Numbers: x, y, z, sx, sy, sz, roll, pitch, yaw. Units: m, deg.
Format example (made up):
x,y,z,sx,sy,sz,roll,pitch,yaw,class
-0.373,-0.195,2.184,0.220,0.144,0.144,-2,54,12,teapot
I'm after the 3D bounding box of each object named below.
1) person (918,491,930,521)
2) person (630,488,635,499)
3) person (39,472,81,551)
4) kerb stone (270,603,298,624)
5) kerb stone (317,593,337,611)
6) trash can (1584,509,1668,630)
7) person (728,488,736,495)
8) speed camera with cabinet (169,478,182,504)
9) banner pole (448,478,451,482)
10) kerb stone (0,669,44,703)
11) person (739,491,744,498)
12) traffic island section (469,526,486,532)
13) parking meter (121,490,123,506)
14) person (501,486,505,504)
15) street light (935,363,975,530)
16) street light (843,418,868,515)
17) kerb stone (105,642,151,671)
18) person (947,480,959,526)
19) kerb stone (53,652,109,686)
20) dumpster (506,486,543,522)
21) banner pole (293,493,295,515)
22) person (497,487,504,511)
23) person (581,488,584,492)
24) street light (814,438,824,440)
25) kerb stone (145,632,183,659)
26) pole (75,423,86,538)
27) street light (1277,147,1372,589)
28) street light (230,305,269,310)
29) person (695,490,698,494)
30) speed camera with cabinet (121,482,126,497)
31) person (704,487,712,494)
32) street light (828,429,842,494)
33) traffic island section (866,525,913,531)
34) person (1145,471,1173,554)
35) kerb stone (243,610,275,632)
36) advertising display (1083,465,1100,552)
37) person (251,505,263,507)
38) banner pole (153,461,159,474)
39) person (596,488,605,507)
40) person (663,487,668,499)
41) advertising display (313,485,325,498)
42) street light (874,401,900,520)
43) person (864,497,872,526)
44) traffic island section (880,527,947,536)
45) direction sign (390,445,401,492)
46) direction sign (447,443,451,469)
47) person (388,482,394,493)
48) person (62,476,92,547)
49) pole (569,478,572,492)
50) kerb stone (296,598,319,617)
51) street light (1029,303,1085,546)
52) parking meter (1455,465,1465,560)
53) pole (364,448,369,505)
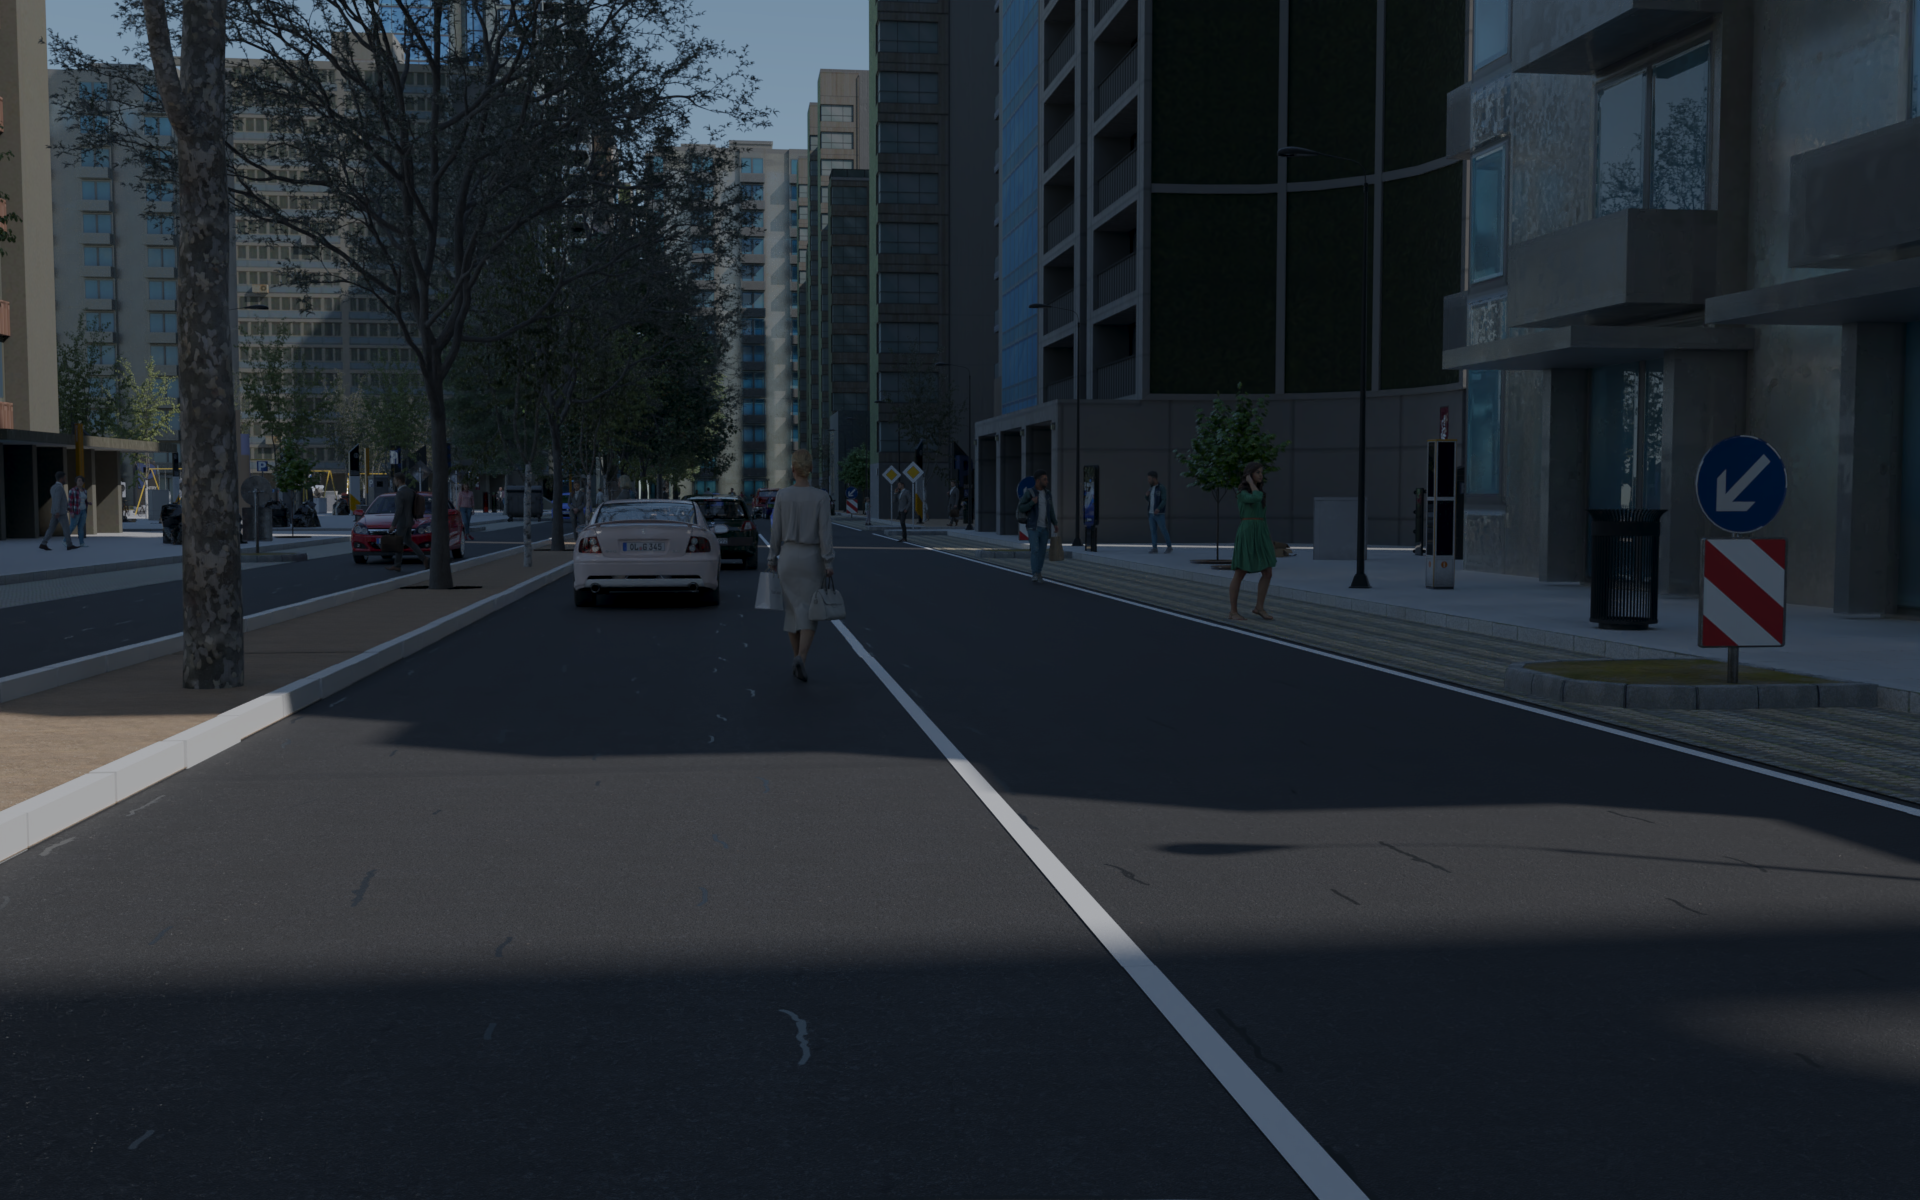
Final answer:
x,y,z,sx,sy,sz,roll,pitch,yaw,class
-1.685,-4.636,82.200,0.624,1.780,0.694,0,4,-3,person
-15.835,-4.605,83.649,0.748,1.841,0.638,1,4,20,person
-20.514,-2.024,39.406,0.850,1.792,0.678,-3,5,-45,person
-7.630,0.172,19.405,0.120,0.150,1.000,0,4,-8,kerb stone
-7.911,0.047,21.430,0.120,0.150,1.000,0,4,-8,kerb stone
6.328,-0.296,16.488,0.748,1.137,0.748,0,3,0,trash can
-14.865,-6.366,112.492,0.836,1.842,0.656,2,4,35,person
-46.488,-6.588,102.047,2.038,3.252,0.660,-1,4,-23,speed camera with cabinet
-34.722,-7.816,117.808,0.401,3.779,0.863,-2,4,-32,banner pole
-6.658,0.606,12.284,0.120,0.150,1.000,0,4,-8,kerb stone
-24.832,-11.520,197.578,1.217,1.743,0.721,-3,5,-43,person
-19.475,-2.731,66.925,2.009,0.180,2.903,0,4,-8,traffic island section
-50.310,-5.826,103.664,0.372,1.533,0.369,0,3,0,parking meter
-30.992,-6.847,118.003,0.555,1.821,0.388,-2,4,-29,person
-0.189,-5.432,61.351,1.470,5.913,1.316,0,4,-8,street light
-6.233,-8.132,105.501,1.470,5.913,1.316,0,4,-8,street light
-6.941,0.483,14.327,0.120,0.150,1.000,0,4,-8,kerb stone
-0.244,-3.838,68.757,0.622,1.834,0.822,3,5,44,person
-6.802,0.544,13.306,0.120,0.150,1.000,0,4,-8,kerb stone
-22.285,-4.923,88.703,1.865,1.857,1.264,-1,4,-9,dumpster
-33.605,-5.929,86.954,0.863,3.779,0.401,3,4,39,banner pole
-33.722,-7.390,127.265,0.661,1.777,0.834,-1,4,-17,person
-25.603,-6.675,117.521,0.514,1.842,0.818,-1,4,-12,person
-11.462,-10.470,143.731,1.470,5.913,1.316,0,4,-8,street light
-7.081,0.423,15.346,0.120,0.150,1.000,0,4,-8,kerb stone
-25.451,-3.442,50.114,0.158,3.312,0.155,0,3,0,pole
4.933,-3.112,23.419,1.470,5.913,1.316,0,4,-8,street light
-17.646,-4.282,42.548,1.470,5.913,1.316,0,4,-8,street light
-24.081,-9.183,158.671,0.705,1.821,1.348,1,4,14,person
-62.719,-8.190,128.234,0.660,3.252,2.038,1,4,13,speed camera with cabinet
-15.523,-6.010,106.610,0.661,1.843,0.795,0,4,2,person
-8.794,-9.292,124.467,1.470,5.913,1.316,0,4,-8,street light
-2.687,-2.870,69.197,2.009,0.180,2.903,0,4,-8,traffic island section
4.243,-1.893,37.338,0.623,1.781,0.721,3,5,45,person
-7.492,0.238,18.389,0.120,0.150,1.000,0,4,-8,kerb stone
2.923,-2.042,38.598,0.123,1.923,0.974,-1,4,-10,advertising display
-23.832,-3.200,58.543,0.537,1.800,0.526,2,4,33,person
-60.857,-8.631,131.140,0.863,3.779,0.401,3,4,36,banner pole
-20.646,-5.540,99.309,0.478,1.798,0.641,2,4,34,person
-17.312,-5.687,101.256,0.755,1.850,0.659,1,4,15,person
-44.122,-6.952,118.883,0.974,1.923,0.123,-2,4,-34,advertising display
-3.559,-6.948,86.148,1.470,5.913,1.316,0,4,-8,street light
-4.125,-3.999,78.169,0.394,1.301,0.425,0,4,1,person
-1.610,-2.386,61.285,2.009,0.180,2.903,0,4,-8,traffic island section
-26.254,-5.423,80.665,0.379,3.537,0.876,1,4,11,direction sign
-22.750,-5.180,76.695,0.379,3.537,0.876,1,4,11,direction sign
-23.223,-3.907,70.122,0.606,1.804,0.583,-3,5,-40,person
-21.291,-2.134,41.779,0.643,1.720,0.563,1,4,17,person
-31.732,-9.010,141.153,0.158,3.312,0.155,0,3,0,pole
-7.767,0.114,20.418,0.120,0.150,1.000,0,4,-8,kerb stone
2.360,-4.272,42.383,1.470,5.913,1.316,0,4,-8,street light
9.778,-1.724,33.907,0.399,1.863,0.255,-1,4,-21,parking meter
-26.274,-5.073,76.788,0.158,3.312,0.155,0,3,0,pole
